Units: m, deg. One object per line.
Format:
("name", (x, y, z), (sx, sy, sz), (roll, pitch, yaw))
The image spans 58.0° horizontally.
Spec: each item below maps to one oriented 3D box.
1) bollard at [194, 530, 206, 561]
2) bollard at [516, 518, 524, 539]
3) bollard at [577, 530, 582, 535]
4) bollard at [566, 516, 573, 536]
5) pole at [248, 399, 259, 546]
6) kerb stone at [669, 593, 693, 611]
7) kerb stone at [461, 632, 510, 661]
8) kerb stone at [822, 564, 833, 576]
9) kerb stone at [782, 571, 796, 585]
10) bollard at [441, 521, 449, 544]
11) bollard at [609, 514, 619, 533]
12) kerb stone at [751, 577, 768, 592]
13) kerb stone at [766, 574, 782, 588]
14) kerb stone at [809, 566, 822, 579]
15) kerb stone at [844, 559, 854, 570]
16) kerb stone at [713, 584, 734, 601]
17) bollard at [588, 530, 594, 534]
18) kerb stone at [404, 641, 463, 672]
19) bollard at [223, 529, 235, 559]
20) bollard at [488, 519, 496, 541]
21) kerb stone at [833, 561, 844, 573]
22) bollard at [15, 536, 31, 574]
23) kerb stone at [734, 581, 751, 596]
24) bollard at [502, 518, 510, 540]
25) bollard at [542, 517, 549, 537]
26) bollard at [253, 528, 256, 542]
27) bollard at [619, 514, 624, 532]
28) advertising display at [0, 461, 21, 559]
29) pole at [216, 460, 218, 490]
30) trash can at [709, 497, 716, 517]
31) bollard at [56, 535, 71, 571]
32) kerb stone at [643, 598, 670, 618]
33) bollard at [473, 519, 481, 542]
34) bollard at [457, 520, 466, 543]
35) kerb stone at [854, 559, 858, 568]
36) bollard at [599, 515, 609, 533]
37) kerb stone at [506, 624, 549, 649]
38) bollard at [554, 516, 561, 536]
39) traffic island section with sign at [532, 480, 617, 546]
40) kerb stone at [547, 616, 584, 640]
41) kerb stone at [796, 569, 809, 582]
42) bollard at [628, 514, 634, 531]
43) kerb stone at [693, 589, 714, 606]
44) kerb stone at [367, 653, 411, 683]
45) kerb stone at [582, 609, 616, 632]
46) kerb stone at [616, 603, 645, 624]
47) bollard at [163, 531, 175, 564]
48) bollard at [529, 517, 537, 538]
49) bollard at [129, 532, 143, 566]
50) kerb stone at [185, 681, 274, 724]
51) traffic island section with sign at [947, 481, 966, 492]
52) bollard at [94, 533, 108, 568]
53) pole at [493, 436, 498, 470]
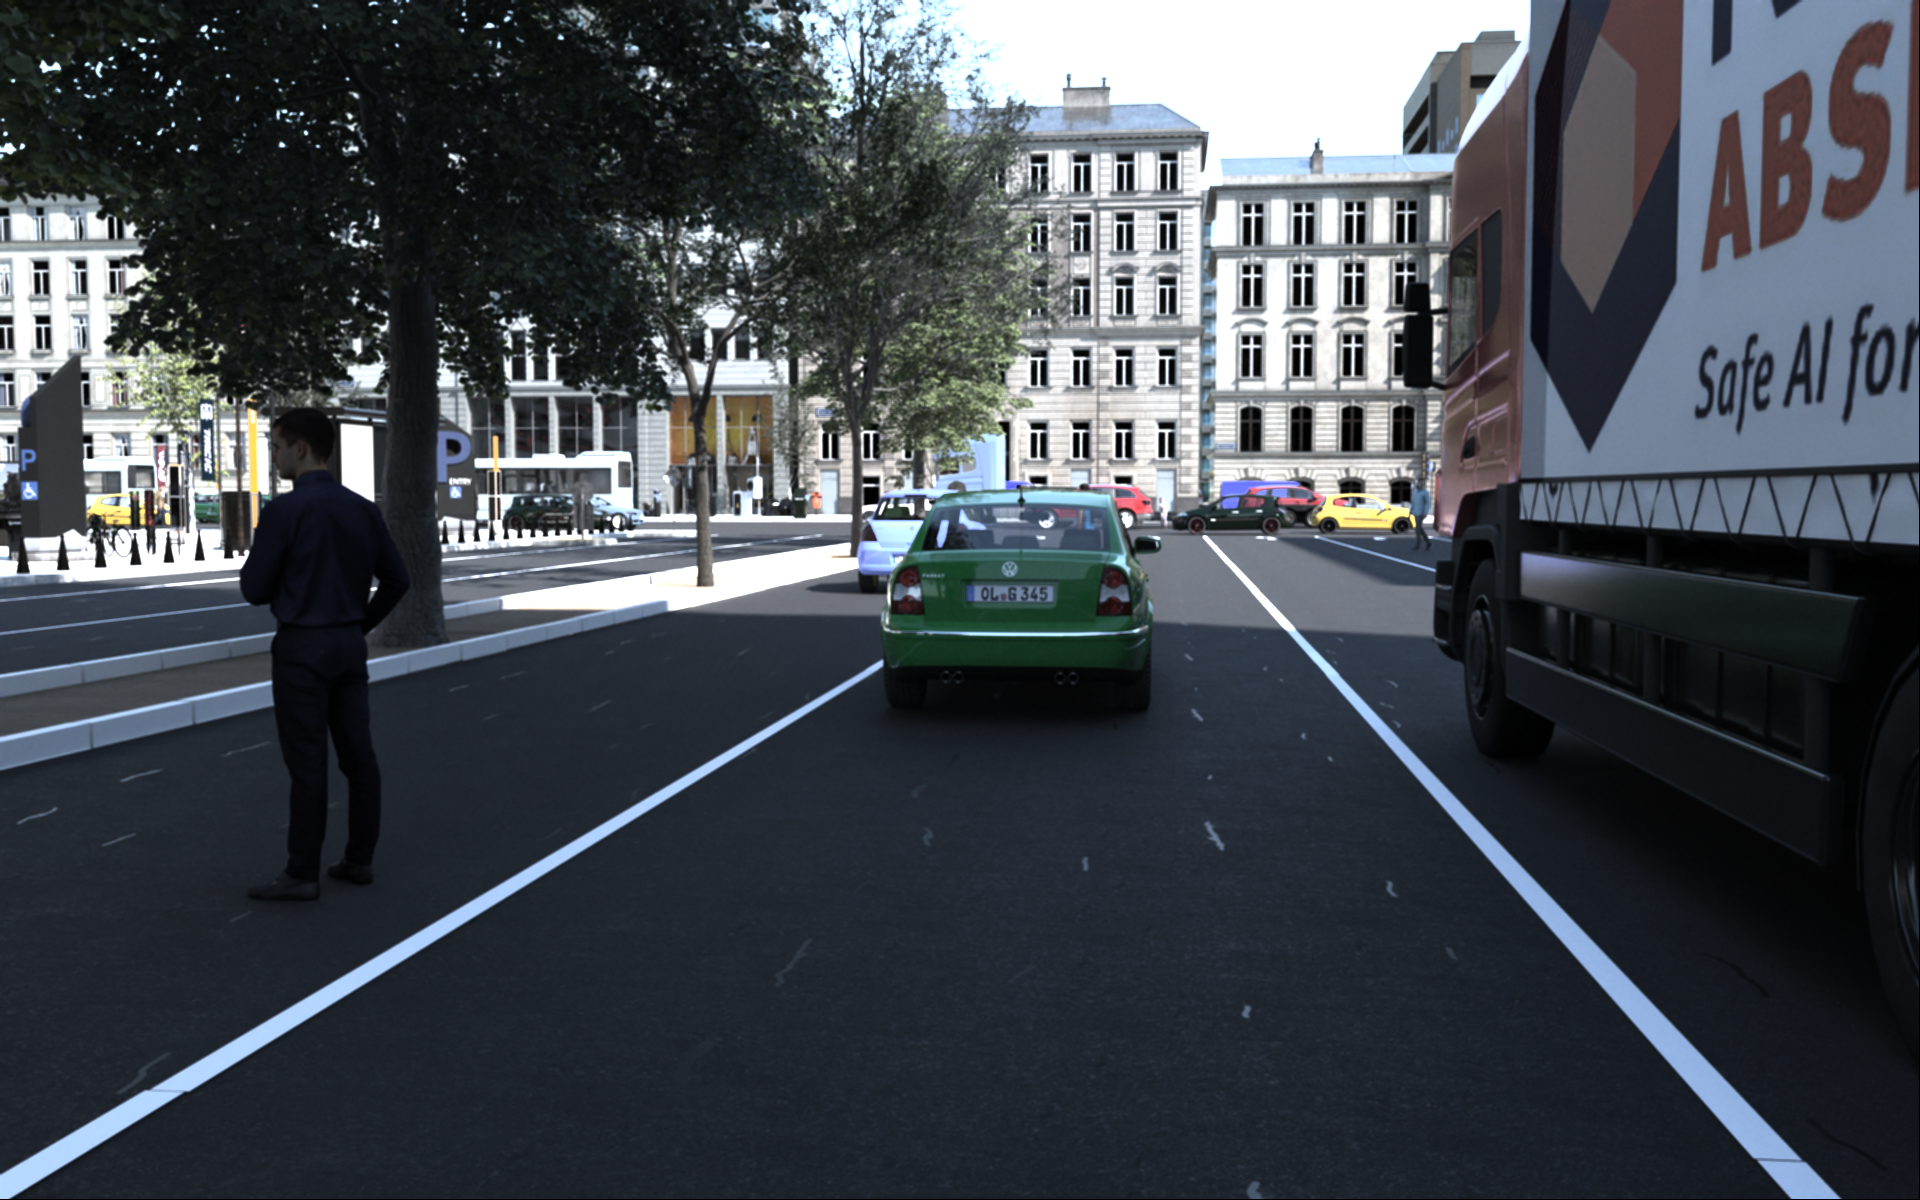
("bollard", (-14.531, -1.043, 33.088), (0.229, 0.601, 0.229), (0, 3, 0))
("bollard", (-12.584, -2.047, 49.506), (0.229, 0.601, 0.229), (0, 3, 0))
("bollard", (-11.979, -2.360, 54.627), (0.229, 0.601, 0.229), (0, 3, 0))
("bollard", (-12.094, -2.298, 53.607), (0.229, 0.601, 0.229), (0, 3, 0))
("pole", (-15.151, -2.649, 37.147), (0.158, 3.312, 0.155), (0, 3, 0))
("kerb stone", (-3.547, 0.042, 21.514), (0.120, 0.150, 1.000), (0, 4, 7))
("kerb stone", (-4.268, 0.417, 15.371), (0.120, 0.150, 1.000), (0, 4, 7))
("kerb stone", (-2.450, -0.520, 30.706), (0.120, 0.150, 1.000), (0, 4, 7))
("kerb stone", (-2.816, -0.333, 27.641), (0.120, 0.150, 1.000), (0, 4, 7))
("bollard", (-13.192, -1.732, 44.363), (0.229, 0.601, 0.229), (0, 3, 0))
("bollard", (-11.609, -2.549, 57.713), (0.229, 0.601, 0.229), (0, 3, 0))
("kerb stone", (-3.053, -0.202, 25.598), (0.120, 0.150, 1.000), (0, 4, 7))
("kerb stone", (-2.939, -0.271, 26.622), (0.120, 0.150, 1.000), (0, 4, 7))
("kerb stone", (-2.568, -0.458, 29.679), (0.120, 0.150, 1.000), (0, 4, 7))
("kerb stone", (-2.198, -0.645, 32.758), (0.120, 0.150, 1.000), (0, 4, 7))
("kerb stone", (-3.296, -0.083, 23.555), (0.120, 0.150, 1.000), (0, 4, 7))
("bollard", (-11.858, -2.423, 55.656), (0.229, 0.601, 0.229), (0, 3, 0))
("kerb stone", (-4.399, 0.480, 14.348), (0.120, 0.150, 1.000), (0, 4, 7))
("bollard", (-14.412, -1.106, 34.117), (0.229, 0.601, 0.229), (0, 3, 0))
("bollard", (-12.827, -1.920, 47.438), (0.229, 0.601, 0.229), (0, 3, 0))
("kerb stone", (-2.326, -0.581, 31.739), (0.120, 0.150, 1.000), (0, 4, 7))
("bollard", (-15.139, -0.730, 27.971), (0.229, 0.601, 0.229), (0, 3, 0))
("kerb stone", (-3.175, -0.143, 24.574), (0.120, 0.150, 1.000), (0, 4, 7))
("bollard", (-12.704, -1.984, 48.476), (0.229, 0.601, 0.229), (0, 3, 0))
("bollard", (-12.341, -2.172, 51.552), (0.229, 0.601, 0.229), (0, 3, 0))
("bollard", (-14.291, -1.168, 35.143), (0.229, 0.601, 0.229), (0, 3, 0))
("bollard", (-11.489, -2.611, 58.733), (0.229, 0.601, 0.229), (0, 3, 0))
("advertising display", (-18.572, -1.768, 34.122), (0.974, 1.923, 0.123), (0, 4, 4))
("pole", (-44.606, -6.744, 104.113), (0.158, 3.312, 0.155), (0, 3, 0))
("trash can", (-13.862, -5.163, 96.061), (0.748, 1.137, 0.748), (0, 3, 0))
("bollard", (-15.020, -0.792, 28.991), (0.229, 0.601, 0.229), (0, 3, 0))
("kerb stone", (-3.663, 0.104, 20.494), (0.120, 0.150, 1.000), (0, 4, 7))
("bollard", (-12.950, -1.858, 46.418), (0.229, 0.601, 0.229), (0, 3, 0))
("bollard", (-13.073, -1.796, 45.399), (0.229, 0.601, 0.229), (0, 3, 0))
("kerb stone", (-2.079, -0.709, 33.781), (0.120, 0.150, 1.000), (0, 4, 7))
("bollard", (-11.729, -2.486, 56.686), (0.229, 0.601, 0.229), (0, 3, 0))
("kerb stone", (-4.152, 0.356, 16.402), (0.120, 0.150, 1.000), (0, 4, 7))
("bollard", (-12.220, -2.234, 52.574), (0.229, 0.601, 0.229), (0, 3, 0))
("traffic island section with sign", (-10.761, -2.453, 48.729), (1.989, 1.847, 2.006), (0, 4, 7))
("kerb stone", (-4.033, 0.299, 17.425), (0.120, 0.150, 1.000), (0, 4, 7))
("kerb stone", (-2.694, -0.395, 28.660), (0.120, 0.150, 1.000), (0, 4, 7))
("bollard", (-11.369, -2.673, 59.753), (0.229, 0.601, 0.229), (0, 3, 0))
("kerb stone", (-3.419, -0.018, 22.534), (0.120, 0.150, 1.000), (0, 4, 7))
("kerb stone", (-4.518, 0.545, 13.317), (0.120, 0.150, 1.000), (0, 4, 7))
("kerb stone", (-3.908, 0.229, 18.449), (0.120, 0.150, 1.000), (0, 4, 7))
("kerb stone", (-3.784, 0.168, 19.475), (0.120, 0.150, 1.000), (0, 4, 7))
("bollard", (-14.656, -0.980, 32.068), (0.229, 0.601, 0.229), (0, 3, 0))
("bollard", (-12.463, -2.109, 50.526), (0.229, 0.601, 0.229), (0, 3, 0))
("bollard", (-14.775, -0.917, 31.032), (0.229, 0.601, 0.229), (0, 3, 0))
("kerb stone", (-4.754, 0.668, 11.277), (0.120, 0.150, 1.000), (0, 4, 7))
("traffic island section with sign", (-0.191, -3.083, 58.544), (2.006, 1.907, 1.989), (0, 4, 7))
("bollard", (-14.899, -0.855, 30.013), (0.229, 0.601, 0.229), (0, 3, 0))
("pole", (-16.367, -4.115, 61.122), (0.158, 3.312, 0.155), (0, 3, 0))
